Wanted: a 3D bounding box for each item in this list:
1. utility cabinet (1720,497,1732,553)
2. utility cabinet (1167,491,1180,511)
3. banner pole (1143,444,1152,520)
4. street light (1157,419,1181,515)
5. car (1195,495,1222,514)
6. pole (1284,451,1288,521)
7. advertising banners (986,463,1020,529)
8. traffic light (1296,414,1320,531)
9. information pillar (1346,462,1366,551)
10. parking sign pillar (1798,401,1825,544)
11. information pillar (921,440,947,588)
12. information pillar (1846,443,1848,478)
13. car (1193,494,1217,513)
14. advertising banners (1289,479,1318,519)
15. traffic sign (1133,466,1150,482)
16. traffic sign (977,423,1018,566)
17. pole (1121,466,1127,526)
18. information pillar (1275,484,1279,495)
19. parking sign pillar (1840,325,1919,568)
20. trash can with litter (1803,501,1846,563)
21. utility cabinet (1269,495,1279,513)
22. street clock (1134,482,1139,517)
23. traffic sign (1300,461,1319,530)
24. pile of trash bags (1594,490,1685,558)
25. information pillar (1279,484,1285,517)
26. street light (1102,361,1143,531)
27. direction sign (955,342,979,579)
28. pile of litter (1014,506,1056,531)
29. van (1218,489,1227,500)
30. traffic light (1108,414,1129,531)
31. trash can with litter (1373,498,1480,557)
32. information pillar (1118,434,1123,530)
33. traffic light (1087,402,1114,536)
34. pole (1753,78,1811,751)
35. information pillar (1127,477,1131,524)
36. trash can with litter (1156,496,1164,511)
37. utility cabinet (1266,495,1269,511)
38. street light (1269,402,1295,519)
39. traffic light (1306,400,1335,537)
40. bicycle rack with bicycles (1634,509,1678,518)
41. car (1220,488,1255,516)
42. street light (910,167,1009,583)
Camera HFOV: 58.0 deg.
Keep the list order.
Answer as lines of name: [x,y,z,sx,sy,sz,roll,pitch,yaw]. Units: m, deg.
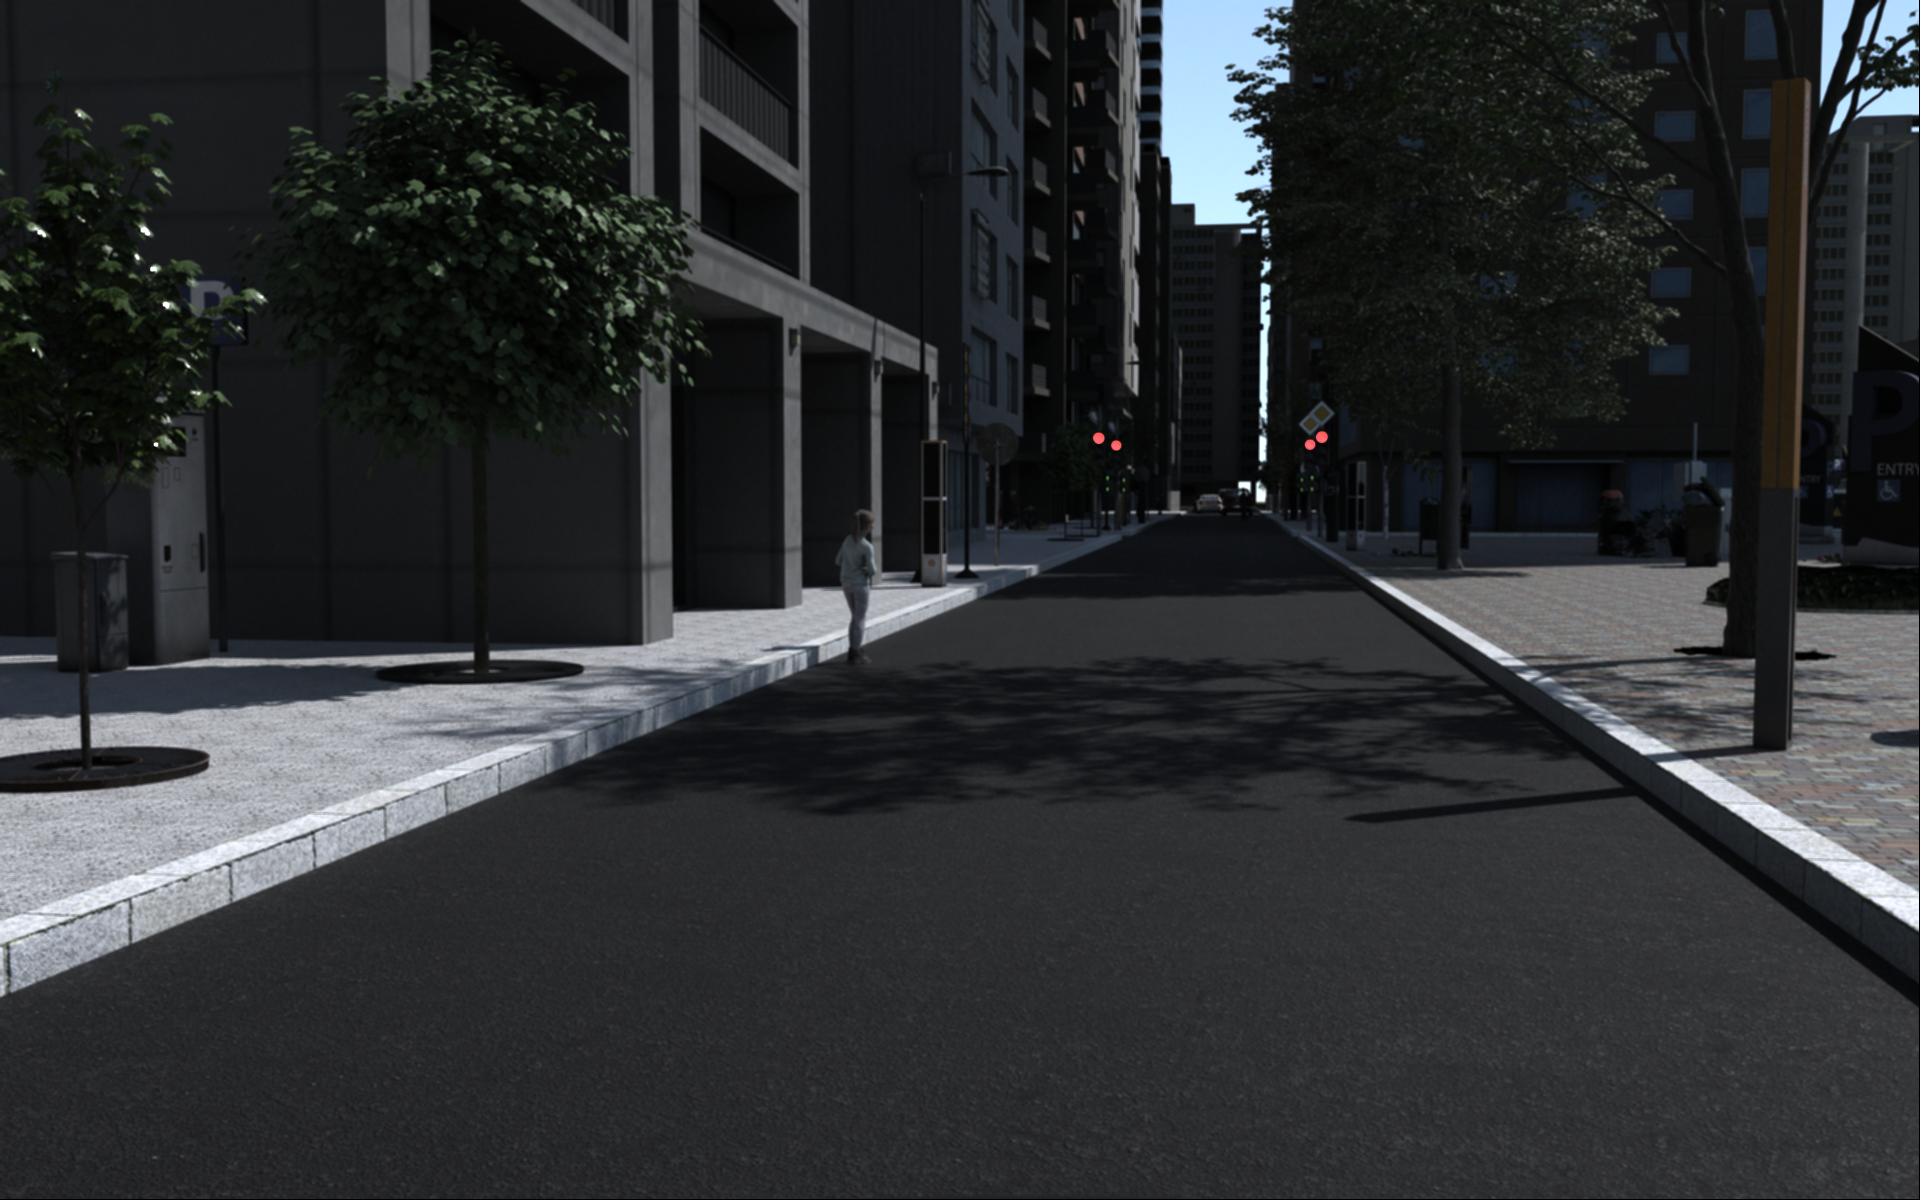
utility cabinet: [16.440,-1.623,37.698,1.020,1.237,0.306,-1,4,-20]
utility cabinet: [15.696,-7.256,127.322,0.318,1.500,1.173,3,5,42]
banner pole: [9.248,-5.873,86.047,0.401,3.779,0.863,2,4,27]
street light: [12.967,-8.251,107.437,1.470,5.913,1.316,1,4,9]
car: [18.148,-6.941,125.845,2.083,1.381,4.827,0,4,8]
pole: [15.523,-5.416,82.391,0.158,3.312,0.155,0,3,0]
advertising banners: [1.457,-4.117,63.507,0.090,3.025,2.074,-3,5,-40]
traffic light: [12.060,-4.339,59.869,0.839,4.253,0.868,1,4,9]
information pillar: [8.975,-2.127,39.267,0.304,2.012,0.304,-3,5,-39]
parking sign pillar: [21.981,-3.457,44.988,1.447,3.967,1.447,-2,4,-35]
information pillar: [-0.358,-1.185,23.870,0.304,2.012,0.304,1,4,13]
information pillar: [31.305,-4.240,60.675,0.183,3.616,0.504,-2,4,-26]
car: [18.775,-7.493,132.302,2.009,1.686,4.222,1,4,10]
advertising banners: [17.983,-5.767,90.482,0.090,3.025,2.074,-3,4,-36]
traffic sign: [8.322,-4.849,79.392,0.768,2.556,0.104,1,4,10]
traffic sign: [0.657,-1.883,30.891,0.768,2.556,0.104,1,4,16]
pole: [6.552,-4.604,69.118,0.158,3.312,0.155,0,3,0]
information pillar: [22.585,-7.251,123.038,0.304,2.012,0.304,3,4,38]
parking sign pillar: [14.690,-2.369,27.200,1.447,3.967,1.447,-3,4,-38]
trash can with litter: [16.885,-1.332,32.840,1.678,1.210,2.233,1,4,15]
utility cabinet: [21.480,-6.529,117.912,0.306,1.237,1.020,1,4,20]
street clock: [10.100,-5.708,97.897,0.471,2.002,0.358,1,4,10]
traffic sign: [12.402,-3.738,61.220,0.768,2.556,0.104,1,4,10]
pile of trash bags: [14.293,-1.634,36.469,1.912,1.369,3.447,0,4,-4]
information pillar: [18.587,-5.787,99.109,0.304,2.012,0.304,-1,4,-11]
street light: [5.695,-5.395,60.744,1.470,5.913,1.316,1,4,9]
direction sign: [0.105,-2.103,26.374,0.379,3.537,0.876,0,4,6]
pile of litter: [2.644,-2.894,61.275,1.719,0.858,1.176,-1,4,-15]
van: [22.015,-8.323,143.096,2.013,2.044,4.112,0,4,8]
traffic light: [5.526,-4.401,60.880,0.839,4.253,0.868,1,4,9]
trash can with litter: [9.519,-1.515,35.825,1.678,1.210,2.233,-2,4,-27]
information pillar: [5.700,-4.317,61.931,0.183,3.616,0.504,1,4,21]
traffic light: [4.282,-3.919,52.992,0.839,4.253,0.868,1,4,9]
pole: [4.113,-0.907,8.665,0.158,3.312,0.155,0,3,0]
information pillar: [7.195,-4.304,74.868,0.304,2.012,0.304,1,4,23]
trash can with litter: [15.202,-7.401,132.385,0.624,1.170,1.055,-1,4,-11]
utility cabinet: [23.463,-7.328,130.982,0.306,1.237,1.020,-1,4,-9]
street light: [16.226,-7.012,87.193,1.470,5.913,1.316,1,4,9]
traffic light: [10.815,-3.857,51.981,0.839,4.253,0.868,1,4,9]
bicycle rack with bicycles: [16.566,-1.672,40.713,2.852,0.926,2.925,-1,4,-15]
car: [18.403,-6.492,114.821,2.281,1.827,5.304,1,4,10]
street light: [-0.006,-3.199,24.840,1.470,5.913,1.316,1,4,9]
